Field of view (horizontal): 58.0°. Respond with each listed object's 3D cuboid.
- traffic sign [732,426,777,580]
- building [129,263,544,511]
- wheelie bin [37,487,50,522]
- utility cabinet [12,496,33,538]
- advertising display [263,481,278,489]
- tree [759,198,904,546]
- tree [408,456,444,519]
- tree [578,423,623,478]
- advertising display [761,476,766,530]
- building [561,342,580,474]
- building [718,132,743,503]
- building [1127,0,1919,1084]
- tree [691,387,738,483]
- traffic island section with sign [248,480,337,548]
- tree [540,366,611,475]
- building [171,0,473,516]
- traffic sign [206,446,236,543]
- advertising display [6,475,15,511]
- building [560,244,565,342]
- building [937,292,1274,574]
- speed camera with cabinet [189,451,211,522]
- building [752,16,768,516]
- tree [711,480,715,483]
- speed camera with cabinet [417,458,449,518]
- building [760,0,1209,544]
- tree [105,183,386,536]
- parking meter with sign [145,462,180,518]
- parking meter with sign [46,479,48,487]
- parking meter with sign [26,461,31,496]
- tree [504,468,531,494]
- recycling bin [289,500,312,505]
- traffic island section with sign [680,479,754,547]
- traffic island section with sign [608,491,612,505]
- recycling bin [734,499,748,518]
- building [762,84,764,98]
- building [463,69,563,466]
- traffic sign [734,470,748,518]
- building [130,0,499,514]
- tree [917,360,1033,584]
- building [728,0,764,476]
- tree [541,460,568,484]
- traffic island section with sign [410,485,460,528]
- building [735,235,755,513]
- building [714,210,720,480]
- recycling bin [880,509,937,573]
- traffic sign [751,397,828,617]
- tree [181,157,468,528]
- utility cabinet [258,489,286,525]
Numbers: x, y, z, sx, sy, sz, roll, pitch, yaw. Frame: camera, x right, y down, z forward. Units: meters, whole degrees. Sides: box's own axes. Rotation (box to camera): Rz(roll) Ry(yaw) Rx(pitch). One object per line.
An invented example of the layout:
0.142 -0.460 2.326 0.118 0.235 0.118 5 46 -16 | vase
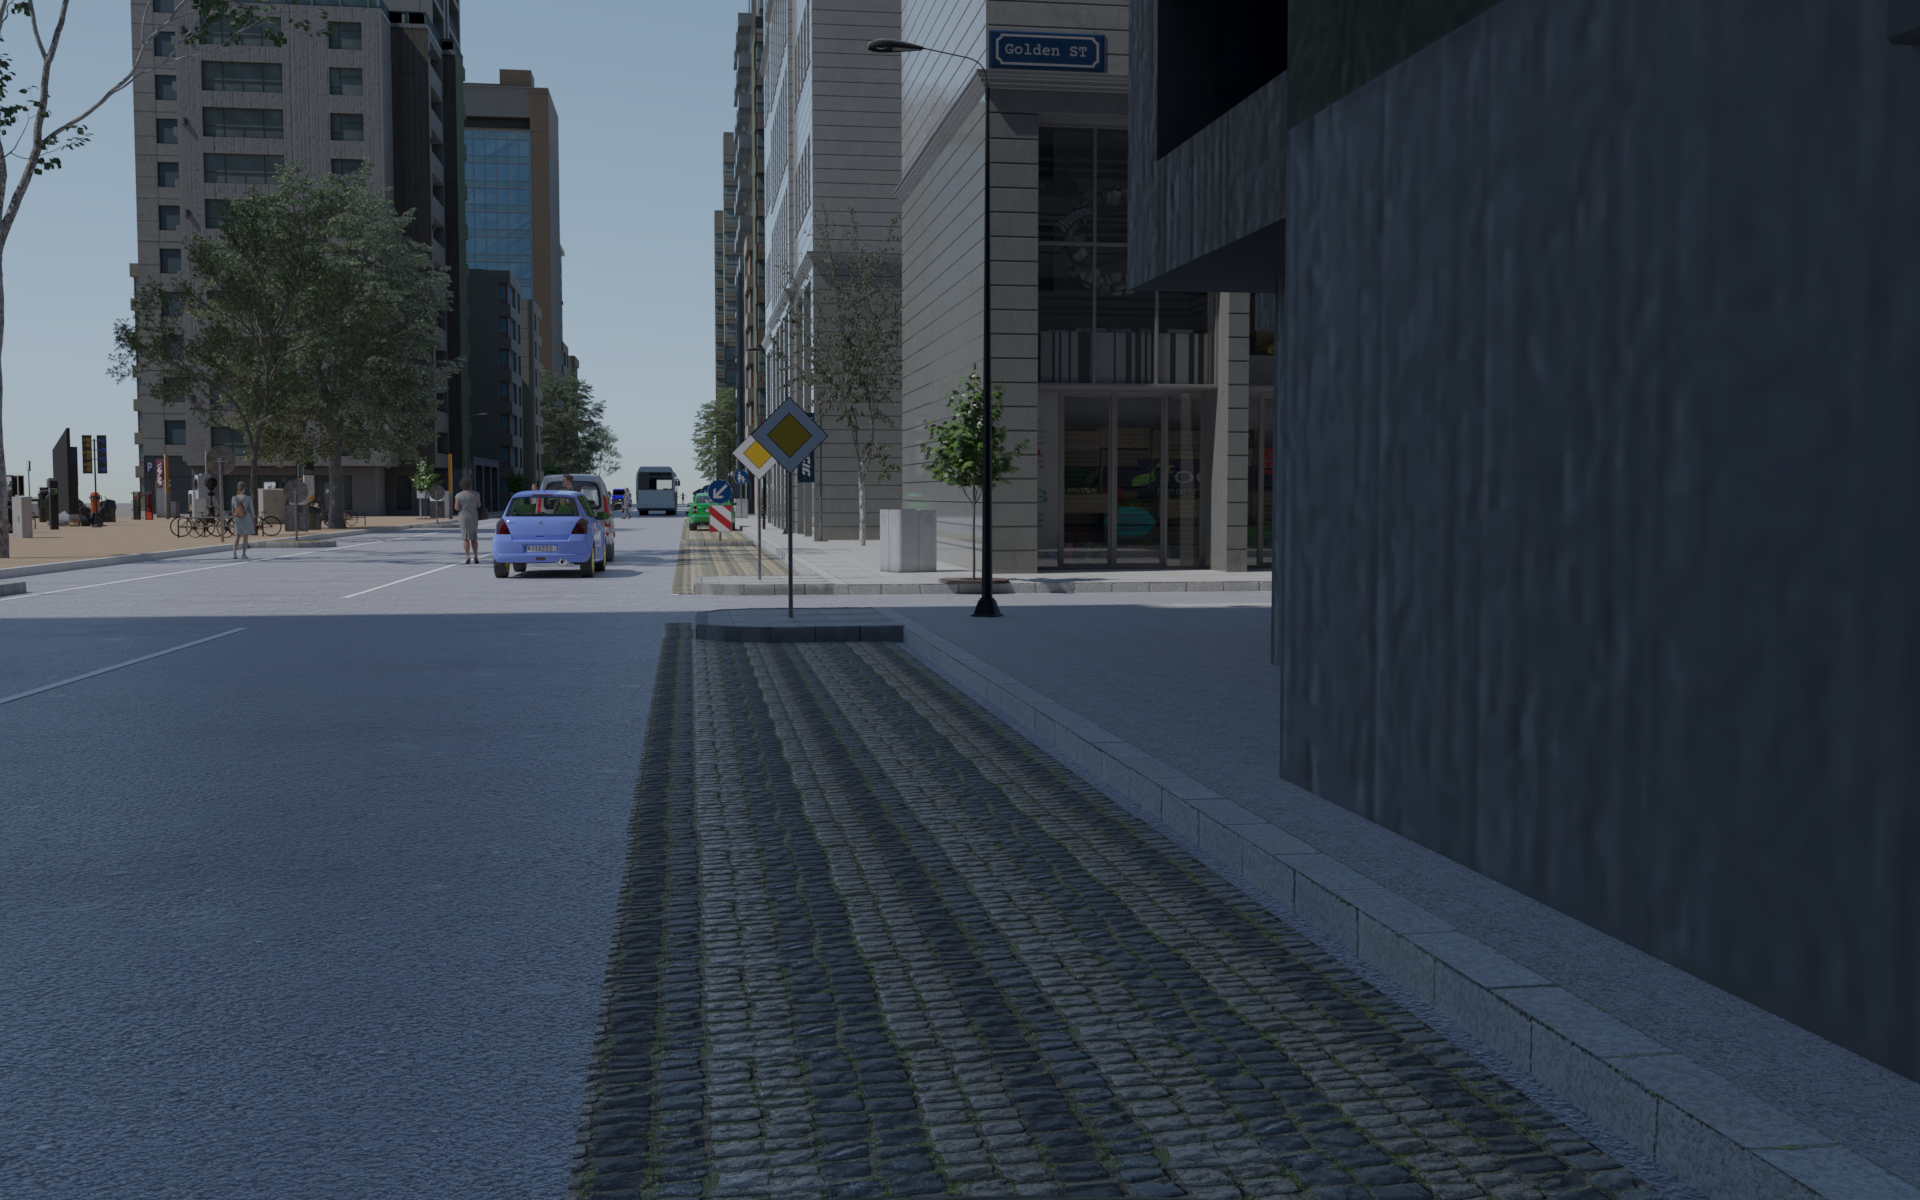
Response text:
-2.999 -1.358 25.848 0.795 2.450 0.064 -1 4 -9 | traffic sign
-50.600 -18.417 146.157 27.650 21.520 28.899 -1 4 -9 | building
-41.430 -4.326 78.641 0.980 1.594 0.693 0 4 -2 | wheelie bin
-27.451 -2.417 50.686 0.306 1.237 1.020 -3 5 -42 | utility cabinet
-35.187 -5.090 88.438 0.974 1.923 0.123 2 4 30 | advertising display
-2.562 -5.645 42.655 4.360 8.622 3.978 0 3 0 | tree
-27.087 -5.698 87.769 1.663 3.219 1.824 0 3 0 | tree
-53.633 -20.186 255.797 9.928 11.665 9.643 0 3 0 | tree
-7.150 -3.540 63.089 0.123 1.923 0.974 -1 4 -10 | advertising display
-60.772 -22.232 208.531 27.650 21.520 28.899 -1 4 -9 | building
-20.143 -31.556 199.541 14.154 41.232 14.086 -1 4 -9 | building
8.057 -14.579 10.065 14.160 30.474 14.107 -1 4 -9 | building
-24.979 -16.229 183.473 7.486 12.596 7.792 0 3 0 | tree
-17.982 -2.333 46.777 1.989 1.847 2.006 -1 4 -9 | traffic island section with sign
-39.975 -16.277 172.777 9.857 13.997 8.962 0 3 0 | tree
-37.584 -20.321 103.948 14.160 30.474 14.107 -1 4 -9 | building
-19.534 -2.795 45.808 0.768 2.556 0.104 0 4 -4 | traffic sign
-32.223 -3.242 58.225 0.974 1.923 0.123 1 4 10 | advertising display
-66.589 -33.147 233.828 32.217 40.220 23.993 -1 4 -9 | building
14.124 -15.716 34.453 29.804 29.767 11.434 -1 4 -9 | building
-35.082 -5.232 79.880 0.660 3.252 2.038 -2 4 -35 | speed camera with cabinet
-6.134 -20.682 109.846 14.160 30.474 14.107 -1 4 -9 | building
-30.963 -13.626 217.390 1.663 3.219 1.824 0 3 0 | tree
-28.597 -6.097 94.018 2.038 3.252 0.660 2 4 34 | speed camera with cabinet
-1.002 -17.433 62.519 11.434 29.767 29.804 -1 4 -9 | building
-21.798 -7.247 52.905 8.767 10.594 7.601 -1 4 -13 | tree
-43.053 -5.955 93.620 1.738 3.016 0.543 1 4 10 | parking meter with sign
-46.196 -5.632 88.338 1.738 3.016 0.543 2 4 33 | parking meter with sign
-49.317 -5.737 90.065 1.738 3.016 0.543 -3 5 -41 | parking meter with sign
-33.016 -8.297 130.263 1.663 3.219 1.824 0 3 0 | tree
-27.740 -3.689 72.867 0.722 1.027 0.722 0 4 -2 | recycling bin
-6.744 -2.398 47.843 1.989 1.847 2.006 -1 4 -9 | traffic island section with sign
-46.855 -13.613 231.195 1.989 1.847 2.006 -1 4 -9 | traffic island section with sign
-11.775 -4.928 93.127 0.722 1.027 0.722 -1 4 -8 | recycling bin
-2.548 -18.113 89.654 14.314 27.812 24.014 -1 4 -9 | building
-50.583 -32.815 186.639 14.600 45.320 14.200 -1 4 -9 | building
-11.498 -5.565 91.088 0.768 2.556 0.104 0 4 -1 | traffic sign
-43.447 -41.690 119.880 20.563 71.187 20.611 -1 4 -9 | building
0.317 -1.867 25.126 1.663 3.219 1.824 0 3 0 | tree
-9.525 -33.105 160.875 23.786 49.044 30.456 -1 4 -9 | building
-38.832 -11.116 165.464 4.285 4.588 4.351 0 3 0 | tree
-22.156 -3.962 73.408 1.989 1.847 2.006 -1 4 -9 | traffic island section with sign
-2.817 -17.573 132.360 27.650 21.520 28.899 -1 4 -9 | building
-28.569 -34.764 251.981 14.154 41.232 14.086 -1 4 -9 | building
-0.854 -0.981 28.595 0.722 1.027 0.722 -2 4 -30 | recycling bin
-1.764 -0.876 17.959 0.795 2.450 0.064 -1 4 -9 | traffic sign
-23.474 -9.656 64.530 9.857 13.997 8.962 0 3 0 | tree
-28.647 -3.883 72.165 0.318 1.500 1.173 2 4 27 | utility cabinet
